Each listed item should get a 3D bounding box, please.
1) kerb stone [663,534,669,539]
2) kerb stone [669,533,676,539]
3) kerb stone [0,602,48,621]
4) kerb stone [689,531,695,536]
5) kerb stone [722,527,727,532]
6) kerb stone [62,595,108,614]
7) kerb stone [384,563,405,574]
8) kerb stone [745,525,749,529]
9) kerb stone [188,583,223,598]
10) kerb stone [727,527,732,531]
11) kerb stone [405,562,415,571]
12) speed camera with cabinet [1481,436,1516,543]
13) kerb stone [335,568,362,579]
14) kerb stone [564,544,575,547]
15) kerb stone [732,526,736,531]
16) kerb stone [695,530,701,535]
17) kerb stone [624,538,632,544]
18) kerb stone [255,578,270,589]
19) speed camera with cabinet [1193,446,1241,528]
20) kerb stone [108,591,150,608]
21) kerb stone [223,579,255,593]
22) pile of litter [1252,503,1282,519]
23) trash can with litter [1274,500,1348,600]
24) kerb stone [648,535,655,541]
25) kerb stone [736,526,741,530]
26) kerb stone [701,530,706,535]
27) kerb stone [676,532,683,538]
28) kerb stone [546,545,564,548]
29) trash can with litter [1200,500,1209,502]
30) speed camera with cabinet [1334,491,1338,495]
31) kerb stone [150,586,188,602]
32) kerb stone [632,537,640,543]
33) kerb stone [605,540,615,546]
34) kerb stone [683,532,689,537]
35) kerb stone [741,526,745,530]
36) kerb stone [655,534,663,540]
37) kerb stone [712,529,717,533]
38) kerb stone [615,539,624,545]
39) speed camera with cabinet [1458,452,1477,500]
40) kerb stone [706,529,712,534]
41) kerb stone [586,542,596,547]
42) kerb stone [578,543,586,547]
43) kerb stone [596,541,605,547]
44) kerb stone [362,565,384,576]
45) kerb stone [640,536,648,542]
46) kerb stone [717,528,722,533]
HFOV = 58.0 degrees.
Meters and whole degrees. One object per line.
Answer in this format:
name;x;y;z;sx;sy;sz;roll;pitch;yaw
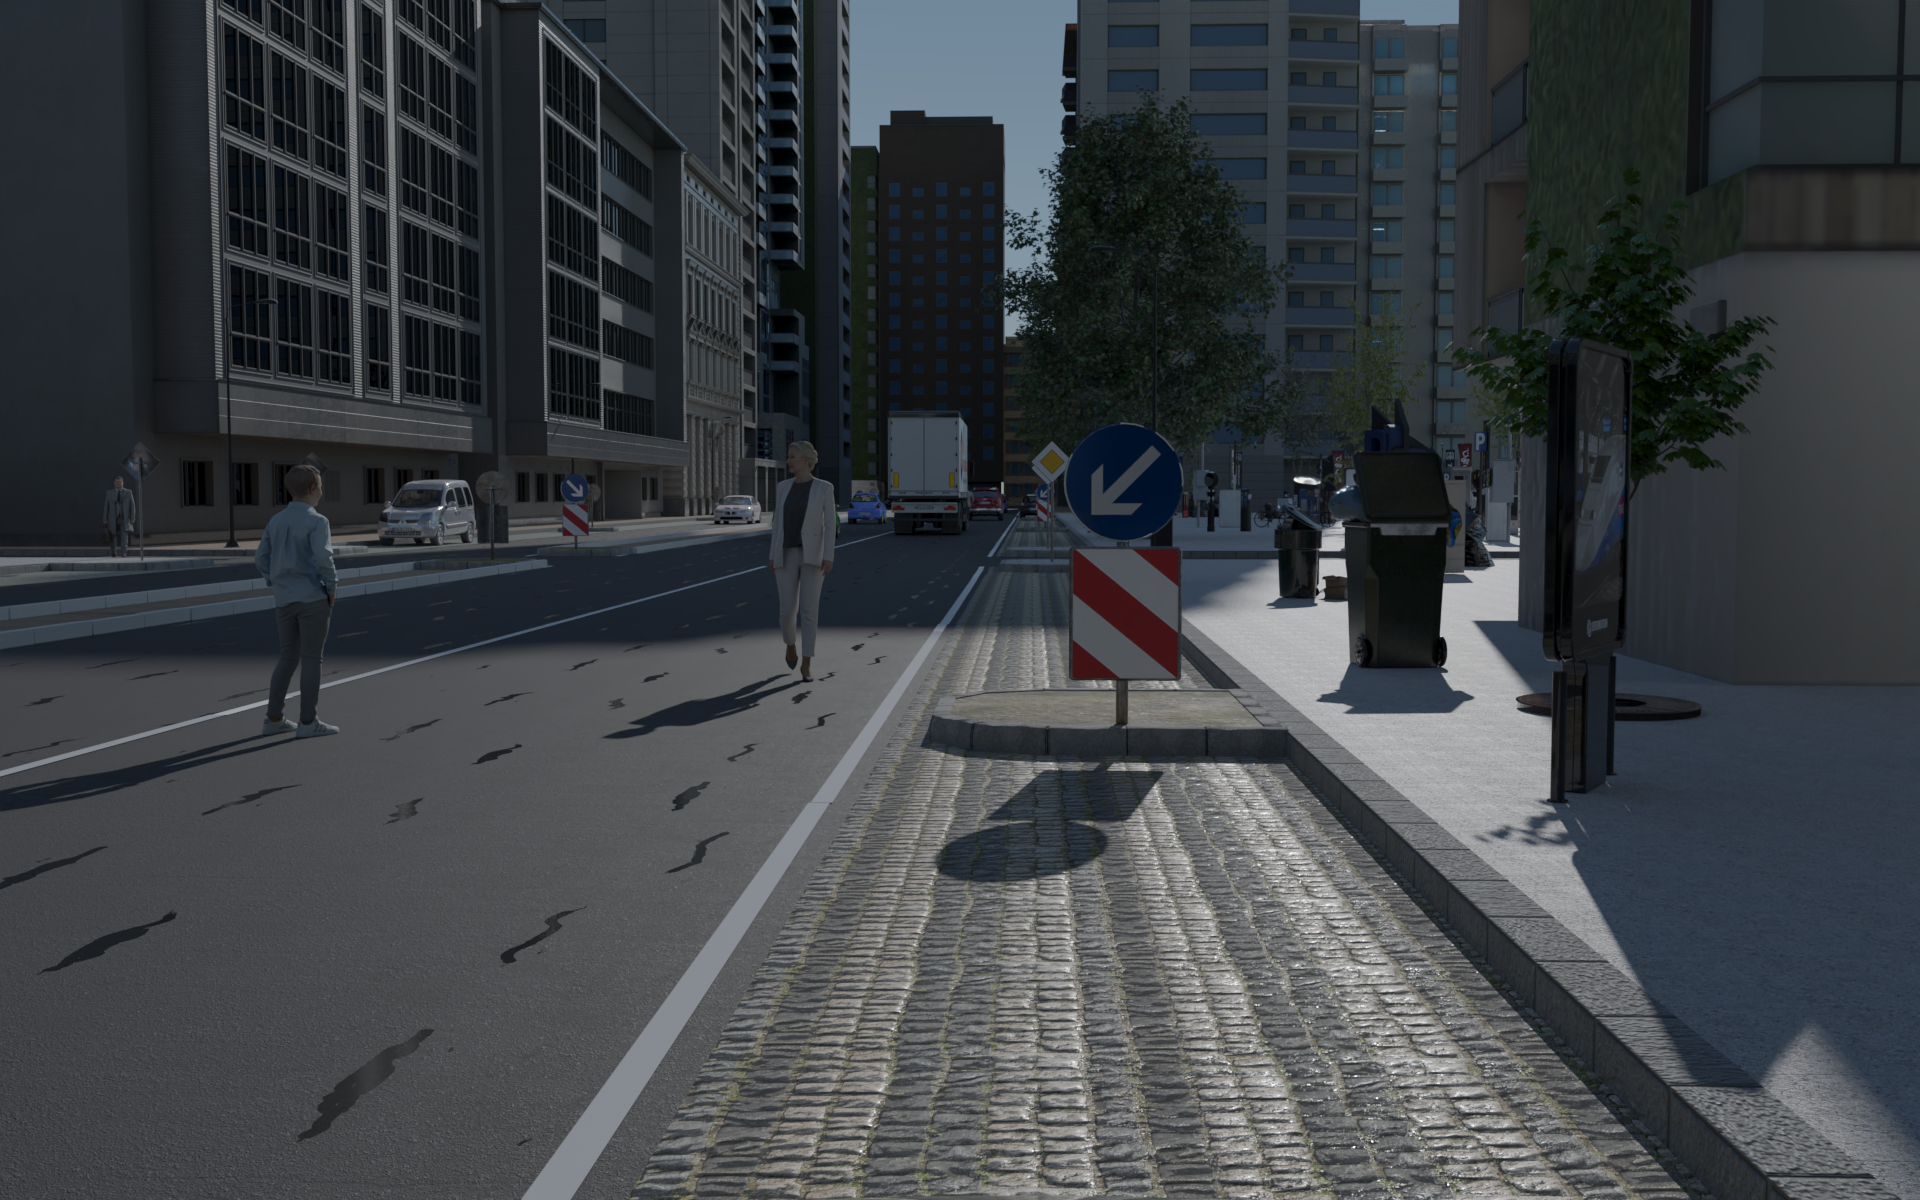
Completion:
kerb stone;-9.400;-1.980;54.566;0.120;0.150;1.000;0;4;2
kerb stone;-9.349;-2.042;55.587;0.120;0.150;1.000;0;4;2
kerb stone;-10.819;0.124;20.162;0.120;0.150;1.000;0;4;2
kerb stone;-9.225;-2.231;58.671;0.120;0.150;1.000;0;4;2
kerb stone;-8.970;-2.607;64.822;0.120;0.150;1.000;0;4;2
kerb stone;-10.779;0.063;21.183;0.120;0.150;1.000;0;4;2
kerb stone;-10.350;-0.564;31.413;0.120;0.150;1.000;0;4;2
kerb stone;-8.760;-2.921;69.950;0.120;0.150;1.000;0;4;2
kerb stone;-10.651;-0.126;24.248;0.120;0.150;1.000;0;4;2
kerb stone;-8.925;-2.664;65.844;0.120;0.150;1.000;0;4;2
kerb stone;-10.315;-0.626;32.450;0.120;0.150;1.000;0;4;2
speed camera with cabinet;14.442;-3.192;46.519;0.660;3.252;2.038;1;4;9
kerb stone;-10.444;-0.439;29.365;0.120;0.150;1.000;0;4;2
kerb stone;-9.860;-1.289;43.274;0.120;0.150;1.000;0;4;2
kerb stone;-8.890;-2.733;66.882;0.120;0.150;1.000;0;4;2
kerb stone;-9.179;-2.288;59.701;0.120;0.150;1.000;0;4;2
kerb stone;-9.609;-1.666;49.435;0.120;0.150;1.000;0;4;2
kerb stone;-10.568;-0.251;26.298;0.120;0.150;1.000;0;4;2
speed camera with cabinet;10.033;-4.423;66.644;2.038;3.252;0.660;2;4;27
kerb stone;-10.736;0.002;22.204;0.120;0.150;1.000;0;4;2
kerb stone;-10.615;-0.188;25.269;0.120;0.150;1.000;0;4;2
pile of litter;16.156;-4.712;91.007;1.719;0.858;1.176;1;4;19
trash can with litter;4.411;-0.609;21.338;1.055;1.170;0.624;2;4;29
kerb stone;-9.482;-1.853;52.509;0.120;0.150;1.000;0;4;2
kerb stone;-8.838;-2.796;67.903;0.120;0.150;1.000;0;4;2
kerb stone;-9.148;-2.357;60.735;0.120;0.150;1.000;0;4;2
kerb stone;-9.311;-2.105;56.614;0.120;0.150;1.000;0;4;2
kerb stone;-9.906;-1.224;42.253;0.120;0.150;1.000;0;4;2
trash can with litter;14.291;-5.557;102.242;0.624;1.170;1.055;2;4;24
speed camera with cabinet;21.390;-6.224;96.106;2.038;3.252;0.660;1;4;16
kerb stone;-10.691;-0.063;23.227;0.120;0.150;1.000;0;4;2
kerb stone;-9.561;-1.723;50.463;0.120;0.150;1.000;0;4;2
kerb stone;-9.693;-1.530;47.364;0.120;0.150;1.000;0;4;2
kerb stone;-9.265;-2.168;57.650;0.120;0.150;1.000;0;4;2
kerb stone;-8.801;-2.858;68.925;0.120;0.150;1.000;0;4;2
kerb stone;-9.440;-1.917;53.545;0.120;0.150;1.000;0;4;2
kerb stone;-9.051;-2.482;62.778;0.120;0.150;1.000;0;4;2
kerb stone;-9.650;-1.603;48.399;0.120;0.150;1.000;0;4;2
speed camera with cabinet;24.196;-5.362;82.012;2.038;3.252;0.660;-1;4;-8
kerb stone;-9.098;-2.415;61.757;0.120;0.150;1.000;0;4;2
kerb stone;-9.774;-1.414;45.320;0.120;0.150;1.000;0;4;2
kerb stone;-9.823;-1.349;44.299;0.120;0.150;1.000;0;4;2
kerb stone;-9.740;-1.472;46.342;0.120;0.150;1.000;0;4;2
kerb stone;-10.395;-0.494;30.387;0.120;0.150;1.000;0;4;2
kerb stone;-9.519;-1.792;51.487;0.120;0.150;1.000;0;4;2
kerb stone;-9.012;-2.545;63.800;0.120;0.150;1.000;0;4;2
